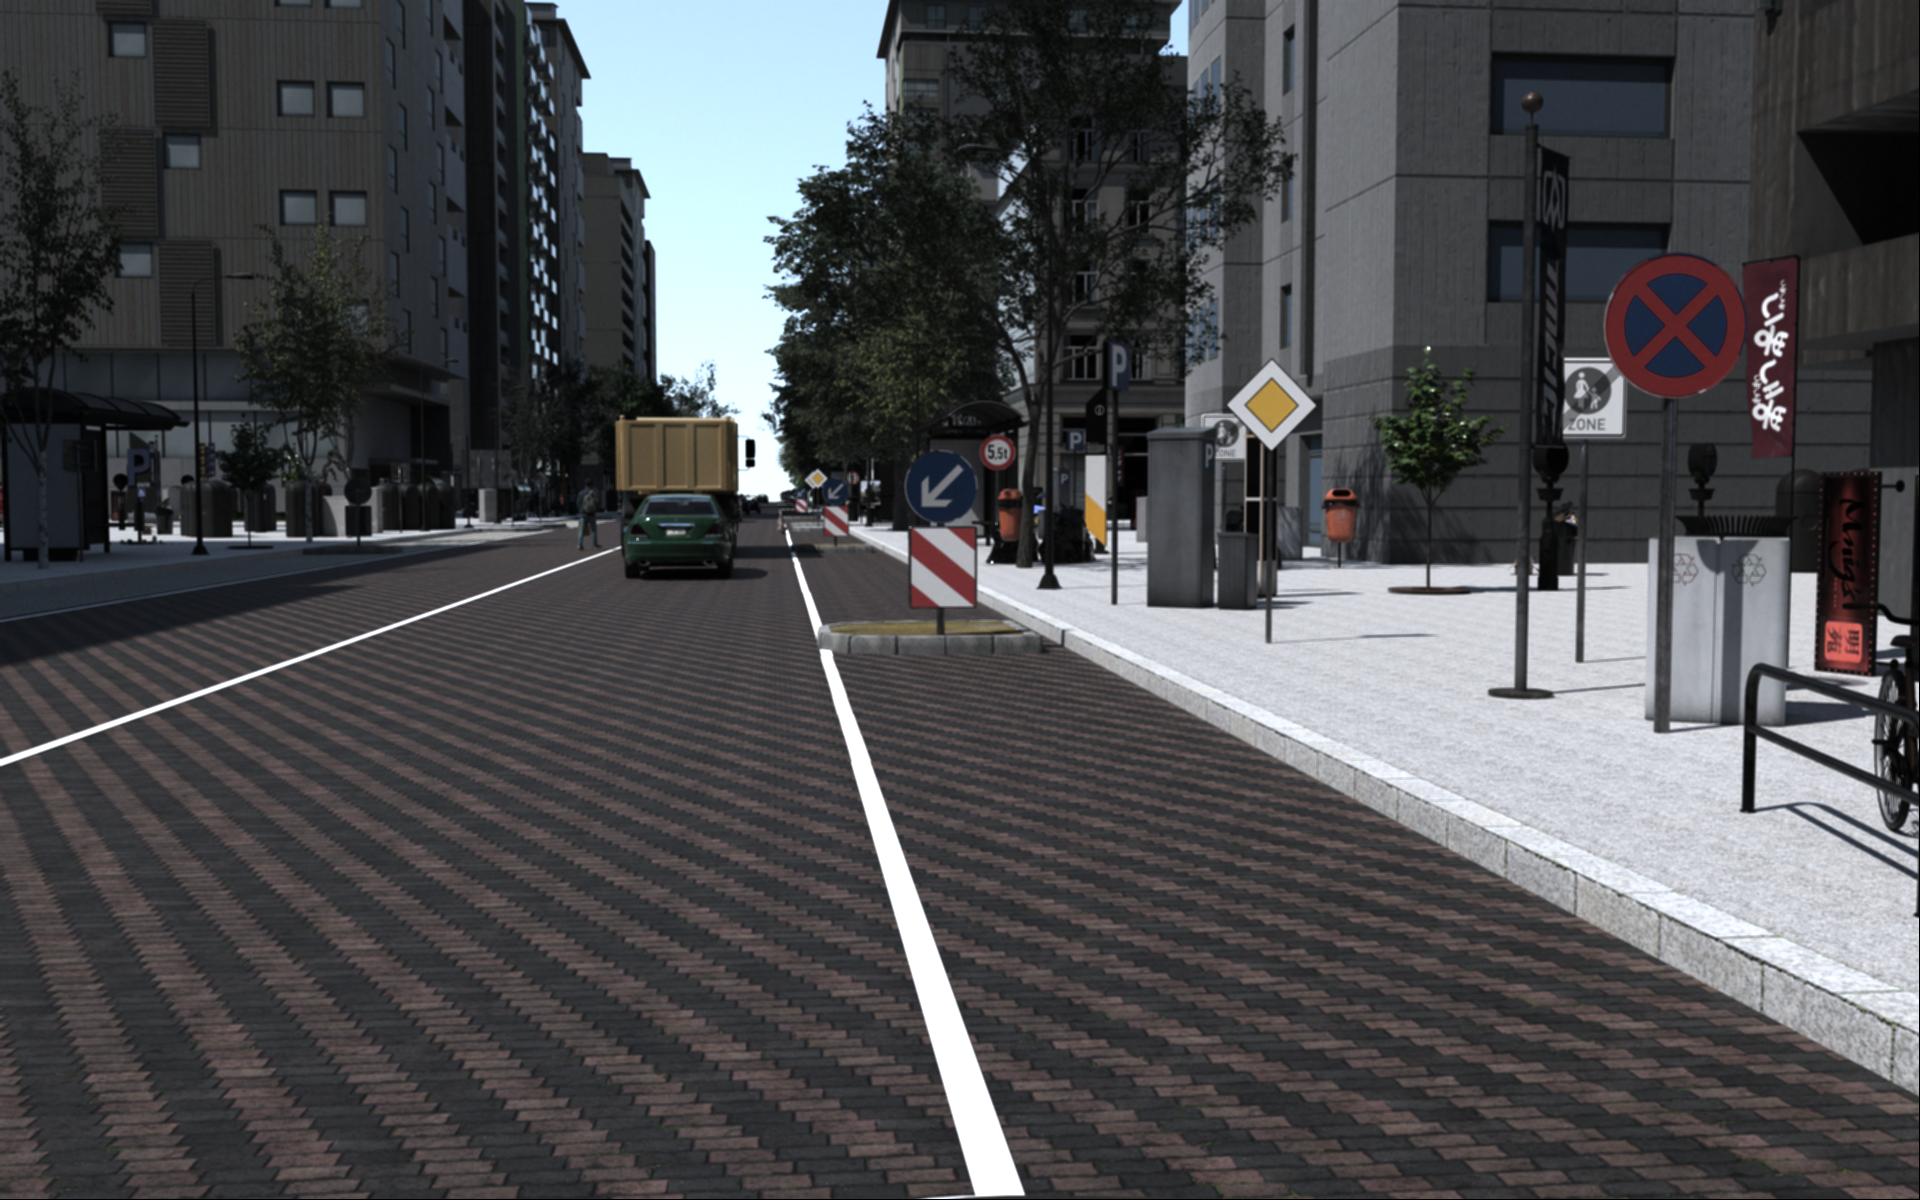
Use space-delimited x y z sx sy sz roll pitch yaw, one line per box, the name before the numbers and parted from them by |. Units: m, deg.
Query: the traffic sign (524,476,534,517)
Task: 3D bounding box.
traffic sign | -23.766 -5.705 95.405 0.606 2.300 0.079 0 4 1

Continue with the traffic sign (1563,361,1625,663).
traffic sign | 4.718 -0.672 13.119 0.606 2.300 0.079 0 4 -2

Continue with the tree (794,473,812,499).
tree | -21.024 -15.525 237.554 4.285 4.588 4.351 0 3 0

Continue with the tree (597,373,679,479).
tree | -29.967 -15.137 164.497 9.611 12.733 9.660 0 3 0

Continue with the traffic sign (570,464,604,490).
traffic sign | -25.477 -7.616 118.387 2.265 3.308 0.079 0 4 -1

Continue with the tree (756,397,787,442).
tree | -25.559 -25.373 270.742 12.611 20.169 13.585 0 3 0

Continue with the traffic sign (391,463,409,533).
traffic sign | -18.544 -3.380 57.388 0.606 2.300 0.079 0 4 -2

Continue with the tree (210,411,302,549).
tree | -16.860 -2.826 40.811 1.663 3.219 1.824 0 3 0

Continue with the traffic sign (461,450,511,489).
traffic sign | -21.767 -5.245 79.626 2.265 3.308 0.079 0 4 -2

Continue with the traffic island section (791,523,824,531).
traffic island section | -5.533 -2.785 67.811 2.009 0.180 2.903 0 4 -6

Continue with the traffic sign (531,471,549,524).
traffic sign | -18.037 -4.331 74.449 0.795 2.450 0.064 0 4 -6

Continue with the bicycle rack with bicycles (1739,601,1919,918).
bicycle rack with bicycles | 4.081 0.445 6.107 2.852 0.926 2.925 1 4 9

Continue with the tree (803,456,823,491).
tree | -11.512 -11.897 144.870 4.360 8.622 3.978 0 3 0

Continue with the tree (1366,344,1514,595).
tree | 6.034 -1.710 22.560 1.663 3.219 1.824 0 3 0

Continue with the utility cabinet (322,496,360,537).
utility cabinet | -18.547 -2.486 51.810 1.020 1.237 0.306 1 4 20

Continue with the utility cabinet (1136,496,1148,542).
utility cabinet | 4.894 -2.160 46.470 0.306 1.237 1.020 1 4 9

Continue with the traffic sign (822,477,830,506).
traffic sign | -9.695 -7.686 125.776 0.768 2.556 0.104 0 4 -6

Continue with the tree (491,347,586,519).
tree | -21.930 -8.416 87.970 4.360 8.622 3.978 0 3 0

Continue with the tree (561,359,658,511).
tree | -26.830 -12.752 134.250 9.928 11.665 9.643 0 3 0

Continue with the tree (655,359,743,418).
tree | -36.836 -23.601 241.766 12.611 20.169 13.585 0 3 0

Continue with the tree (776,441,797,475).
tree | -27.016 -23.441 293.636 12.009 13.543 11.850 0 3 0

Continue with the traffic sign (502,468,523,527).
traffic sign | -17.185 -3.845 66.510 0.795 2.450 0.064 0 4 -6

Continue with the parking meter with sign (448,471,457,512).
parking meter with sign | -35.398 -7.627 120.959 0.543 3.016 1.738 -1 4 -14

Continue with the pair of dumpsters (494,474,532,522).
pair of dumpsters | -21.443 -4.886 82.384 1.574 2.255 4.437 0 4 -6

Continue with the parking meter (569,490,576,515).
parking meter | -23.253 -5.847 104.010 0.372 1.533 0.369 0 3 0

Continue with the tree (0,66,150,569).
tree | -15.975 -4.844 29.570 4.360 8.622 3.978 0 3 0

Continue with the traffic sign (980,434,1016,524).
traffic sign | 0.804 -2.258 37.022 0.768 2.556 0.104 0 4 1

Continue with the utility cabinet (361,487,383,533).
utility cabinet | -19.575 -2.950 56.915 1.173 1.500 0.318 1 4 16

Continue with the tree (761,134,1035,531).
tree | -2.150 -9.389 60.163 9.857 13.997 8.962 0 3 0

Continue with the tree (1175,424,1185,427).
tree | 9.360 -4.864 63.238 4.285 4.588 4.351 0 3 0

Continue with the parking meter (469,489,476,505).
parking meter | -27.550 -5.628 97.731 0.399 1.863 0.255 -2 4 -29

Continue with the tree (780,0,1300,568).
tree | 1.165 -5.815 29.487 8.767 10.594 7.601 -1 4 -11

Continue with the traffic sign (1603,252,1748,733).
traffic sign | 3.776 -0.559 9.243 0.768 2.556 0.104 0 4 -1

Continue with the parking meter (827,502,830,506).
parking meter | -8.666 -6.562 115.698 0.372 1.533 0.369 0 3 0

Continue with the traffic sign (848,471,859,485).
traffic sign | -6.038 -5.947 97.346 0.768 2.556 0.104 0 4 2

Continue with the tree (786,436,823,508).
tree | -12.802 -14.595 164.380 9.928 11.665 9.643 0 3 0

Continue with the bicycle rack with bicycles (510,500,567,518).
bicycle rack with bicycles | -22.871 -4.816 92.131 2.852 0.926 2.925 0 4 3

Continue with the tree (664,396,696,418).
tree | -32.550 -16.468 187.372 7.486 12.596 7.792 0 3 0

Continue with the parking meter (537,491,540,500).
parking meter | -33.617 -7.926 137.997 0.372 1.533 0.369 0 3 0

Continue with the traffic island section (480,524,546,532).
traffic island section | -17.208 -2.709 66.569 2.009 0.180 2.903 0 4 -6

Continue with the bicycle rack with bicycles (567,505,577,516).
bicycle rack with bicycles | -24.197 -5.413 101.880 2.925 0.926 2.852 -1 4 -16

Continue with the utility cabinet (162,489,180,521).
utility cabinet | -36.355 -4.358 79.931 0.318 1.500 1.173 0 4 5

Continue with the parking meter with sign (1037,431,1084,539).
parking meter with sign | 2.762 -3.202 48.621 0.543 3.016 1.738 -2 4 -29

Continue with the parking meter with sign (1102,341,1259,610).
parking meter with sign | 2.508 -1.427 19.596 1.738 3.016 0.543 2 4 30

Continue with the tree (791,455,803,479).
tree | -18.104 -15.946 211.082 4.737 8.622 4.395 0 3 0

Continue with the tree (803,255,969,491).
tree | -1.519 -6.235 52.311 4.737 8.622 4.395 0 3 0

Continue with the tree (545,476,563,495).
tree | -34.190 -9.334 147.218 1.663 3.219 1.824 0 3 0

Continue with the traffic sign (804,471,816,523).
traffic sign | -6.407 -4.405 75.671 0.795 2.450 0.064 0 4 -6

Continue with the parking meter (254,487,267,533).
parking meter | -23.359 -3.021 57.808 0.372 1.533 0.369 0 3 0

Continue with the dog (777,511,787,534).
dog | -6.508 -2.781 62.312 0.513 0.831 0.800 2 4 27

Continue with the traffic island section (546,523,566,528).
traffic island section | -18.059 -3.194 74.509 2.009 0.180 2.903 0 4 -6

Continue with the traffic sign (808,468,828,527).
traffic sign | -5.555 -3.920 67.732 0.795 2.450 0.064 0 4 -6

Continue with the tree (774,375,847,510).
tree | -10.795 -13.355 136.474 7.486 12.596 7.792 0 3 0

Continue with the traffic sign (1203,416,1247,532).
traffic sign | 3.395 -1.234 22.298 0.606 2.300 0.079 0 4 -6

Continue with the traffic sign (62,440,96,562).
traffic sign | -16.611 -1.869 32.683 0.606 2.300 0.079 0 4 -3

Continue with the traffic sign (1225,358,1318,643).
traffic sign | 2.652 -0.835 14.831 0.795 2.450 0.064 0 4 -4

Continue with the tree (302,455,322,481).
tree | -28.679 -4.913 74.932 1.663 3.219 1.824 0 3 0

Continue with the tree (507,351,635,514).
tree | -24.956 -10.884 112.363 8.767 10.594 7.601 -1 4 -19

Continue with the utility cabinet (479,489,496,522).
utility cabinet | -21.112 -4.210 77.510 0.318 1.500 1.173 1 4 11
